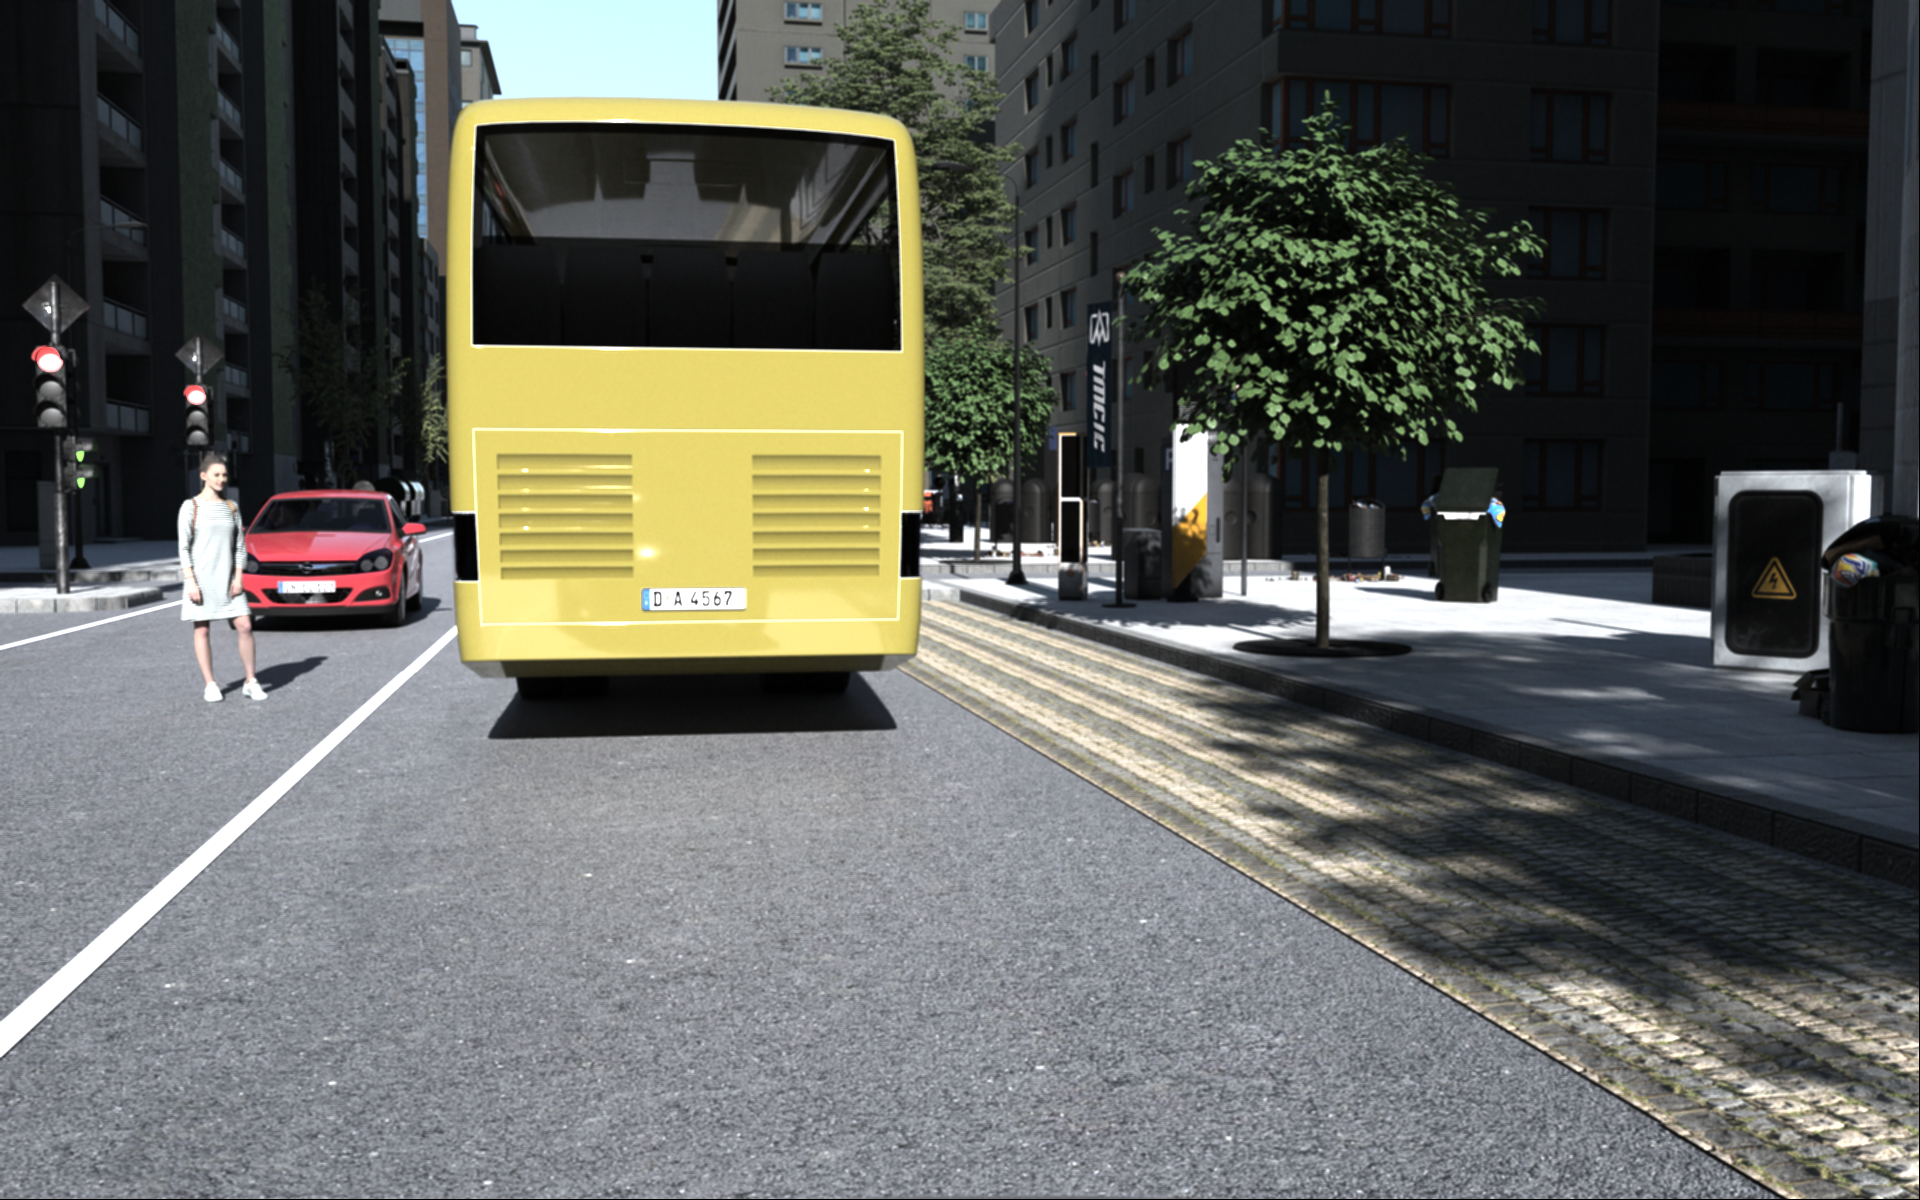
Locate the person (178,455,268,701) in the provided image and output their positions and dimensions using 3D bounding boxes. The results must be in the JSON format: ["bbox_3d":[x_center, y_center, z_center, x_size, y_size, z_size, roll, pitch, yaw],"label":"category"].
[{"bbox_3d":[-5.172,-0.155,12.033,0.522,1.701,0.512,3,5,41],"label":"person"}]

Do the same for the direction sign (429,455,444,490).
[{"bbox_3d":[-30.568,-6.682,101.251,0.876,3.537,0.379,1,4,9],"label":"direction sign"}]

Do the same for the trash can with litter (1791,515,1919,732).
[{"bbox_3d":[4.960,0.106,9.661,0.624,1.170,1.055,0,4,2],"label":"trash can with litter"}]

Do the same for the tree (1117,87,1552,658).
[{"bbox_3d":[2.955,-1.866,14.231,4.285,4.588,4.351,0,3,0],"label":"tree"}]

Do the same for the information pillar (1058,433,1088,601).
[{"bbox_3d":[1.371,-1.006,20.940,0.304,2.012,0.304,1,4,18],"label":"information pillar"}]

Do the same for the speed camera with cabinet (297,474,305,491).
[{"bbox_3d":[-30.572,-5.177,78.977,0.660,3.252,2.038,0,4,3],"label":"speed camera with cabinet"}]

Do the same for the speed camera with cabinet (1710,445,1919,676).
[{"bbox_3d":[6.365,-1.082,12.019,0.660,3.252,2.038,-3,5,-43],"label":"speed camera with cabinet"}]

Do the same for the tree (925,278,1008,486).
[{"bbox_3d":[-0.039,-6.557,57.562,4.737,8.622,4.395,0,3,0],"label":"tree"}]

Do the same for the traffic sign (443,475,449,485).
[{"bbox_3d":[-30.453,-6.330,103.504,0.884,2.594,0.081,0,4,-6],"label":"traffic sign"}]

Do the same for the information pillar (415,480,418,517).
[{"bbox_3d":[-29.236,-5.421,93.123,0.304,2.012,0.304,1,4,18],"label":"information pillar"}]

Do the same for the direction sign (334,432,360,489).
[{"bbox_3d":[-22.411,-4.363,63.333,0.876,3.537,0.379,-1,4,-8],"label":"direction sign"}]

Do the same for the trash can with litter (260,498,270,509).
[{"bbox_3d":[-20.369,-2.413,50.844,0.624,1.170,1.055,-3,5,-43],"label":"trash can with litter"}]

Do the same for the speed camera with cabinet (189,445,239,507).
[{"bbox_3d":[-18.043,-2.905,41.836,0.660,3.252,2.038,0,4,-5],"label":"speed camera with cabinet"}]

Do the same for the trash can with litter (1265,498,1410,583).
[{"bbox_3d":[5.649,-0.904,25.830,2.233,1.210,1.678,0,4,1],"label":"trash can with litter"}]

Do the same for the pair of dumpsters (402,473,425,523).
[{"bbox_3d":[-25.066,-4.610,77.864,1.574,2.255,4.437,-1,4,-12],"label":"pair of dumpsters"}]

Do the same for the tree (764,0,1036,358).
[{"bbox_3d":[-1.811,-7.448,39.902,7.486,12.596,7.792,0,3,0],"label":"tree"}]

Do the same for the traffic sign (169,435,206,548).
[{"bbox_3d":[-16.625,-2.275,37.299,0.768,2.556,0.104,0,4,-4],"label":"traffic sign"}]

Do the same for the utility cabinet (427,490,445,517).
[{"bbox_3d":[-28.487,-5.242,94.392,0.318,1.500,1.173,3,4,37],"label":"utility cabinet"}]

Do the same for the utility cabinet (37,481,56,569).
[{"bbox_3d":[-15.640,-1.297,29.882,0.318,1.500,1.173,-1,4,-21],"label":"utility cabinet"}]

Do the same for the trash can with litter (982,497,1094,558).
[{"bbox_3d":[1.393,-1.516,35.839,2.233,1.210,1.678,-1,4,-14],"label":"trash can with litter"}]

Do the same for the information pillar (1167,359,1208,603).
[{"bbox_3d":[2.721,-1.787,20.575,0.504,3.616,0.183,-2,4,-33],"label":"information pillar"}]

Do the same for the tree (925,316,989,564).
[{"bbox_3d":[0.259,-2.964,32.168,4.285,4.588,4.351,0,3,0],"label":"tree"}]

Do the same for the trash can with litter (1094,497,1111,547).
[{"bbox_3d":[2.853,-1.911,42.294,2.233,1.210,1.678,-3,4,-38],"label":"trash can with litter"}]

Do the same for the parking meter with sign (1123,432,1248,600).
[{"bbox_3d":[2.851,-1.536,21.376,1.738,3.016,0.543,-2,4,-28],"label":"parking meter with sign"}]

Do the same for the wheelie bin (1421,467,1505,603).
[{"bbox_3d":[6.067,-0.782,20.686,0.980,1.594,0.693,3,4,36],"label":"wheelie bin"}]

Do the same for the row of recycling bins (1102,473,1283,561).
[{"bbox_3d":[4.657,-1.622,33.632,3.534,1.692,1.069,-1,4,-19],"label":"row of recycling bins"}]

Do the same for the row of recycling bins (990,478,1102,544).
[{"bbox_3d":[2.453,-2.331,45.223,3.534,1.692,1.069,1,4,20],"label":"row of recycling bins"}]

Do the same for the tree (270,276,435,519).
[{"bbox_3d":[-21.277,-6.671,59.427,4.737,8.622,4.395,0,3,0],"label":"tree"}]

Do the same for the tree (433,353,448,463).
[{"bbox_3d":[-27.393,-8.442,88.385,4.737,8.622,4.395,0,3,0],"label":"tree"}]

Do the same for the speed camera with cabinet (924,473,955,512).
[{"bbox_3d":[-0.961,-5.043,76.796,0.660,3.252,2.038,2,4,32],"label":"speed camera with cabinet"}]

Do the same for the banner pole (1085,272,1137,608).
[{"bbox_3d":[1.687,-1.822,19.811,0.401,3.779,0.863,-2,4,-32],"label":"banner pole"}]

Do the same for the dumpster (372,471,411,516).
[{"bbox_3d":[-24.003,-4.304,72.856,1.502,2.255,1.985,-1,4,-11],"label":"dumpster"}]
